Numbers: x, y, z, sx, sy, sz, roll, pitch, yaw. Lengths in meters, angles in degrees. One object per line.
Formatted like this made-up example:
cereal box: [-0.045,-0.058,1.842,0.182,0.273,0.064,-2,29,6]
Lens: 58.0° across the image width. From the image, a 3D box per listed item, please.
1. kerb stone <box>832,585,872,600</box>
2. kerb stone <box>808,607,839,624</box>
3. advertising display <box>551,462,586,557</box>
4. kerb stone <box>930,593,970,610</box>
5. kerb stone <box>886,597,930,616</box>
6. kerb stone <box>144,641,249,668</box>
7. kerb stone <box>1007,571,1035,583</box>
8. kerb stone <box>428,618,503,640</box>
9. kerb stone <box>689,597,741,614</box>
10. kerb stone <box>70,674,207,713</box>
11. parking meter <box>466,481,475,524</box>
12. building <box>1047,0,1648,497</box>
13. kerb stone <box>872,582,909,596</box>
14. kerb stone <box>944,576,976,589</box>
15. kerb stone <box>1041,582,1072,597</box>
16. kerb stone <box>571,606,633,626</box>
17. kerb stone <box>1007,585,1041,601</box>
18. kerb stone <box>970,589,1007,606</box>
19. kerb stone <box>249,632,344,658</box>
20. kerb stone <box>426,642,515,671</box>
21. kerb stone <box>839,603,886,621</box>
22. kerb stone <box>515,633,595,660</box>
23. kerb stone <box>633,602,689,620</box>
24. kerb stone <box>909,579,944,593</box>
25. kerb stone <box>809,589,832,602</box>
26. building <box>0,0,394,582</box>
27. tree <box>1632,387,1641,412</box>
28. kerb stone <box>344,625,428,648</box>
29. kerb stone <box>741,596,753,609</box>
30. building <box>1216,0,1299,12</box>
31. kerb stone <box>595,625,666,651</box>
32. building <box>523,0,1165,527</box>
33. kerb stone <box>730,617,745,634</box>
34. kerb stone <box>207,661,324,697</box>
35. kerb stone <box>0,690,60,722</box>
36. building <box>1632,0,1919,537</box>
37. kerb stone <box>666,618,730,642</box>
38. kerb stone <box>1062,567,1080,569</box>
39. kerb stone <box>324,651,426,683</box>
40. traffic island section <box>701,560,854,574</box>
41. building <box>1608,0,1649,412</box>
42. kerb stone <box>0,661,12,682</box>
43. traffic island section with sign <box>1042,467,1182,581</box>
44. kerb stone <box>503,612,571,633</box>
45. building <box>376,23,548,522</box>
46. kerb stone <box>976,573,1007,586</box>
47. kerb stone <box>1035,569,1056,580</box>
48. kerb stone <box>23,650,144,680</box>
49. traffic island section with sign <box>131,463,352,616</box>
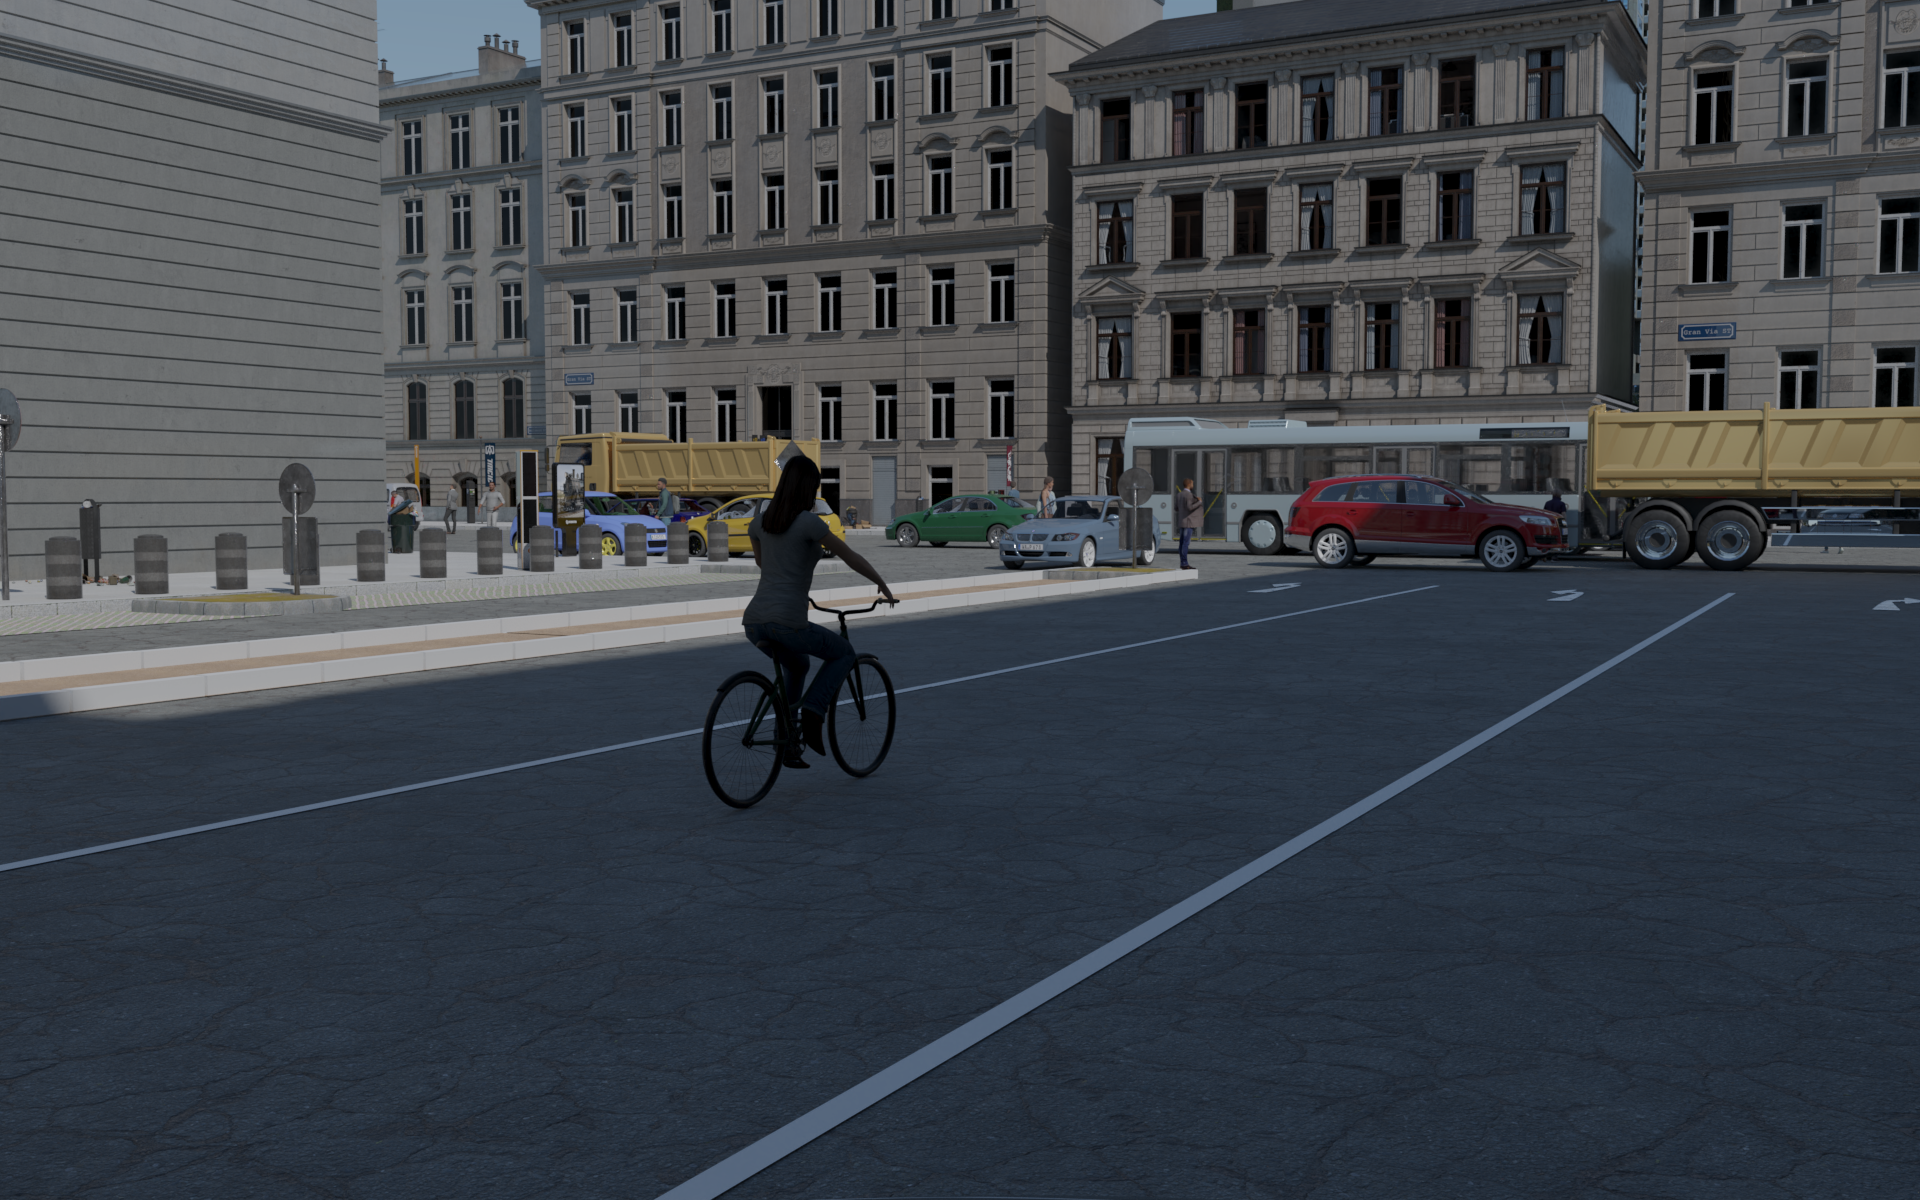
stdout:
kerb stone: [-1.549,-0.089,23.648,0.120,0.150,1.000,2,4,28]
kerb stone: [-1.675,0.196,19.028,0.120,0.150,1.000,2,4,28]
advertising display: [-8.011,-1.851,35.473,0.123,1.923,0.974,2,4,23]
kerb stone: [-0.199,0.028,21.742,0.120,0.150,1.000,2,4,28]
kerb stone: [-0.688,0.089,20.833,0.120,0.150,1.000,2,4,28]
kerb stone: [-6.476,0.468,14.605,0.120,0.150,1.000,2,4,28]
kerb stone: [0.901,-0.365,28.155,0.120,0.150,1.000,2,4,28]
kerb stone: [-4.999,0.298,17.324,0.120,0.150,1.000,2,4,28]
kerb stone: [-3.023,0.077,20.934,0.120,0.150,1.000,2,4,28]
kerb stone: [-5.616,0.636,11.798,0.120,0.150,1.000,2,4,28]
parking meter: [-21.215,-4.245,75.117,0.255,1.863,0.399,-2,4,-35]
building: [14.108,-12.084,62.209,19.286,19.102,10.561,2,4,28]
kerb stone: [-1.056,-0.144,24.549,0.120,0.150,1.000,2,4,28]
kerb stone: [-0.078,-0.249,26.353,0.120,0.150,1.000,2,4,28]
kerb stone: [1.287,-0.139,24.462,0.120,0.150,1.000,2,4,28]
kerb stone: [-4.014,0.187,19.130,0.120,0.150,1.000,2,4,28]
kerb stone: [0.788,-0.083,23.549,0.120,0.150,1.000,2,4,28]
kerb stone: [0.298,-0.026,22.649,0.120,0.150,1.000,2,4,28]
kerb stone: [-5.983,0.411,15.511,0.120,0.150,1.000,2,4,28]
kerb stone: [-4.145,0.470,14.510,0.120,0.150,1.000,2,4,28]
kerb stone: [-1.189,0.138,19.936,0.120,0.150,1.000,2,4,28]
kerb stone: [-3.650,0.419,15.413,0.120,0.150,1.000,2,4,28]
kerb stone: [-3.521,0.132,20.031,0.120,0.150,1.000,2,4,28]
kerb stone: [-0.568,-0.199,25.451,0.120,0.150,1.000,2,4,28]
kerb stone: [-2.041,-0.031,22.743,0.120,0.150,1.000,2,4,28]
building: [-26.027,-15.644,33.264,29.804,29.767,11.434,2,4,28]
tree: [58.140,-13.101,148.615,8.767,10.594,7.601,3,5,40]
kerb stone: [-5.488,0.354,16.413,0.120,0.150,1.000,2,4,28]
kerb stone: [-2.536,0.024,21.844,0.120,0.150,1.000,2,4,28]
building: [33.682,-36.106,132.329,21.231,58.520,28.212,2,4,28]
kerb stone: [-3.158,0.360,16.313,0.120,0.150,1.000,2,4,28]
building: [-4.793,-16.934,74.133,25.104,27.353,12.463,2,4,28]
kerb stone: [-2.172,0.249,18.121,0.120,0.150,1.000,2,4,28]
kerb stone: [-5.130,0.581,12.705,0.120,0.150,1.000,2,4,28]
kerb stone: [-6.107,0.693,10.897,0.120,0.150,1.000,2,4,28]
building: [34.368,-15.603,52.372,25.104,27.353,12.463,2,4,28]
kerb stone: [-2.663,0.306,17.220,0.120,0.150,1.000,2,4,28]
kerb stone: [1.888,-0.474,29.953,0.120,0.150,1.000,2,4,28]
kerb stone: [-4.635,0.526,13.603,0.120,0.150,1.000,2,4,28]
traffic island section: [-3.143,-0.603,32.133,2.009,0.180,2.903,2,4,28]
building: [72.454,-55.319,217.132,31.000,86.520,22.319,2,4,28]
kerb stone: [-7.463,0.574,12.806,0.120,0.150,1.000,2,4,28]
traffic island section with sign: [2.718,-1.290,29.225,2.006,1.907,1.989,2,4,28]
kerb stone: [-4.507,0.243,18.224,0.120,0.150,1.000,2,4,28]
building: [-30.698,-16.519,89.166,34.723,24.649,14.460,2,4,28]
kerb stone: [0.417,-0.307,27.251,0.120,0.150,1.000,2,4,28]
kerb stone: [1.400,-0.419,29.052,0.120,0.150,1.000,2,4,28]
kerb stone: [-6.963,0.520,13.702,0.120,0.150,1.000,2,4,28]
traffic island section with sign: [-8.663,-0.773,21.259,1.989,1.847,2.006,2,4,28]
